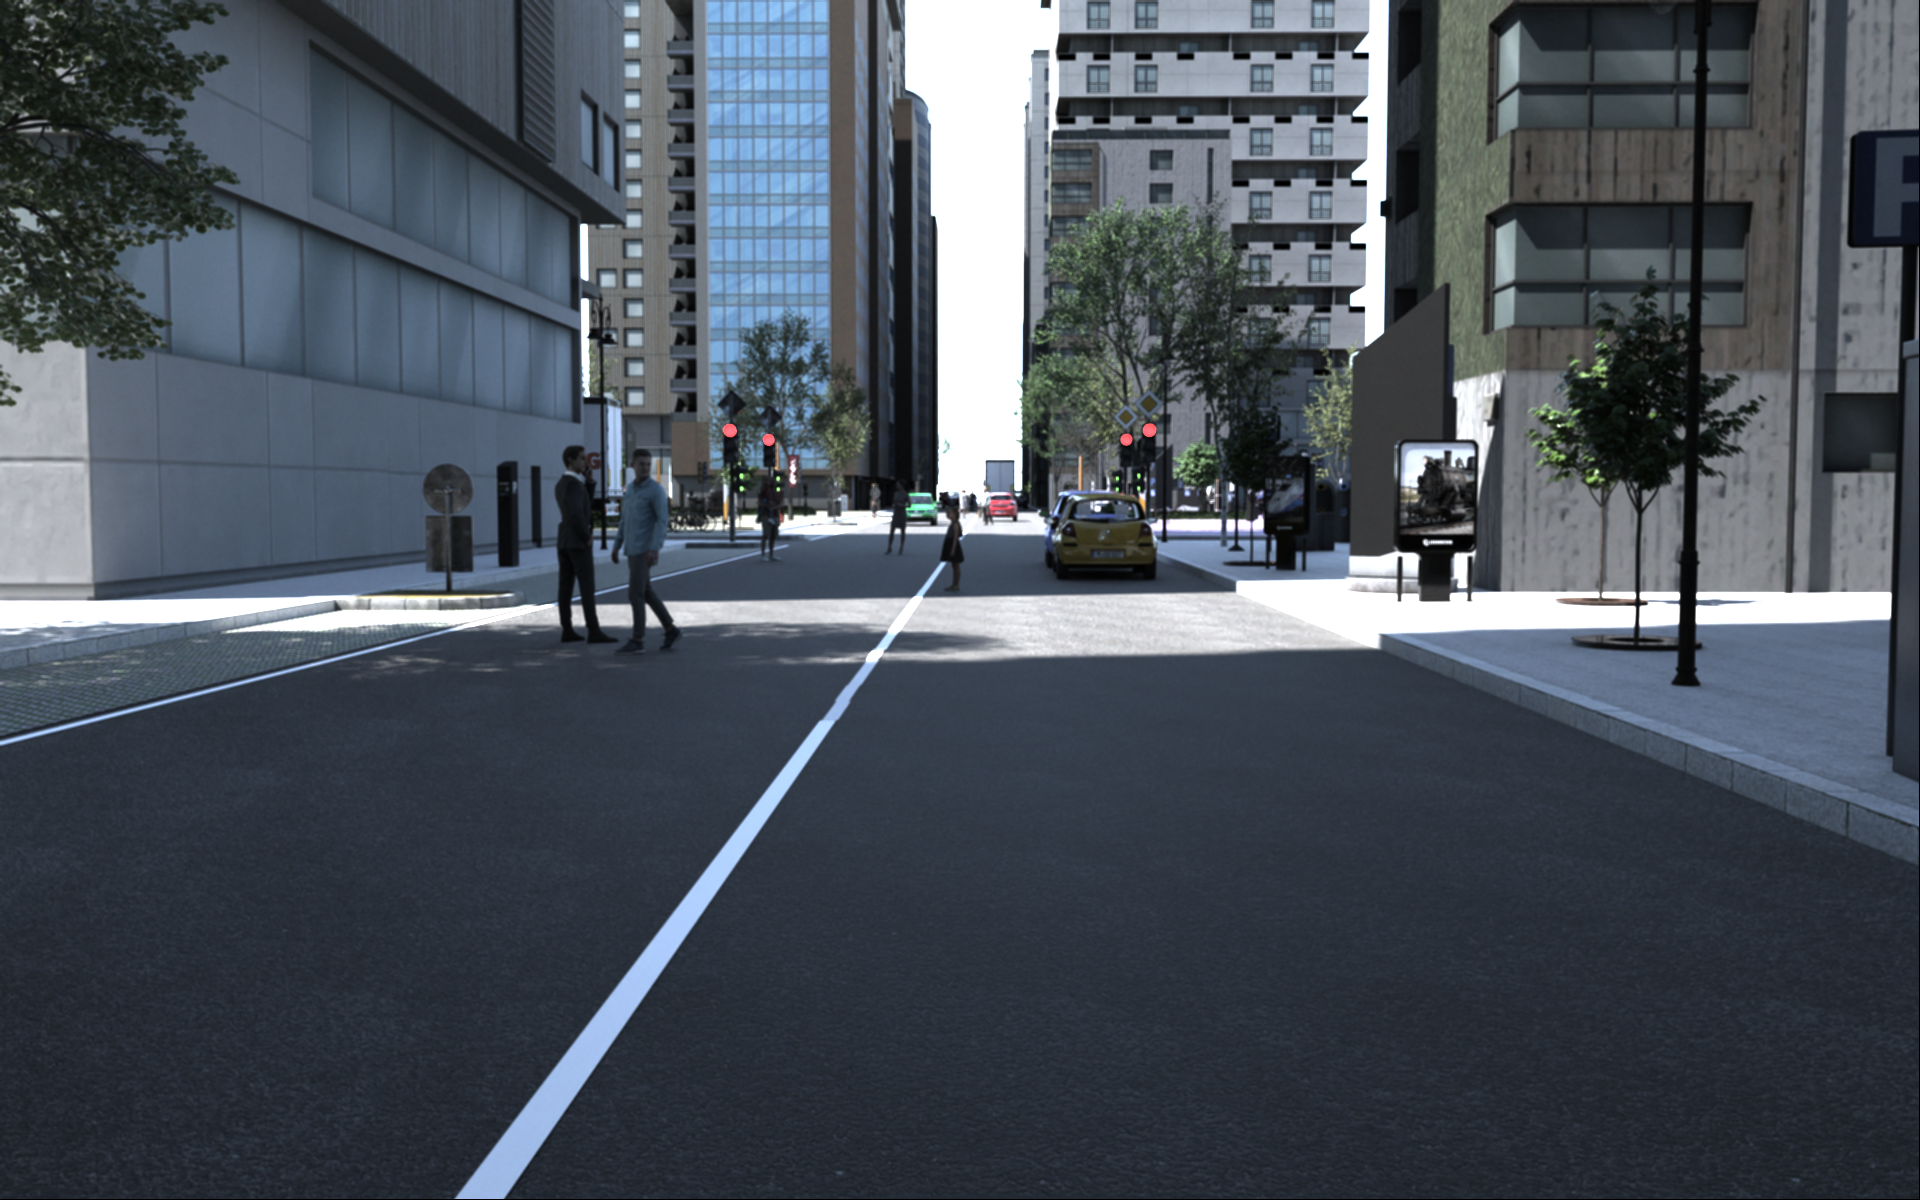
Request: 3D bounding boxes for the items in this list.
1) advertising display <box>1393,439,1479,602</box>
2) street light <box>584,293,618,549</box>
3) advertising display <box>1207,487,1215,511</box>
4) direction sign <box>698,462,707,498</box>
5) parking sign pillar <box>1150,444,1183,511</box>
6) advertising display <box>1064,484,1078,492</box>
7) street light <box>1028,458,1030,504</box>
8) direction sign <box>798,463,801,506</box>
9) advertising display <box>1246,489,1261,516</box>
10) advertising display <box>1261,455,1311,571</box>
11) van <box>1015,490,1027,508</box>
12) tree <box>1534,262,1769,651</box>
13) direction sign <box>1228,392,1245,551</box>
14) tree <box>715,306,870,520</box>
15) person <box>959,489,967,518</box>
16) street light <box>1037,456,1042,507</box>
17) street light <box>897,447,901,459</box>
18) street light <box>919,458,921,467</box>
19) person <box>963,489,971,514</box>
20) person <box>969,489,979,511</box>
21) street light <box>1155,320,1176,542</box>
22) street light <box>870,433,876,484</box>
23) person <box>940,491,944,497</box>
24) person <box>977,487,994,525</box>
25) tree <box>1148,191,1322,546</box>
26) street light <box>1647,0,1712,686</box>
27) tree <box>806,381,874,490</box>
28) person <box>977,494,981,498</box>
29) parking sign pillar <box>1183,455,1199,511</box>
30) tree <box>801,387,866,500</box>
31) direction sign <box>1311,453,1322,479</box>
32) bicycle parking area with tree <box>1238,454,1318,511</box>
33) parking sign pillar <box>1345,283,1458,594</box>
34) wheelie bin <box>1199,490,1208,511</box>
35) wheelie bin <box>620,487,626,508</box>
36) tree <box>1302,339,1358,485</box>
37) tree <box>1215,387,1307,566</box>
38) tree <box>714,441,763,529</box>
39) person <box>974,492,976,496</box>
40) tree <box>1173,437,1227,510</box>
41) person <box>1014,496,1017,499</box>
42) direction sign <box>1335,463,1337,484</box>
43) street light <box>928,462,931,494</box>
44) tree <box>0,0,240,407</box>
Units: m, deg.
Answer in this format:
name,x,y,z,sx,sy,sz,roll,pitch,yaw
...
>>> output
name,x,y,z,sx,sy,sz,roll,pitch,yaw
advertising display,5.636,-0.937,20.530,0.974,1.923,0.123,0,4,-4
street light,-8.269,-4.114,40.051,0.468,5.910,1.993,0,4,1
advertising display,16.894,-6.785,116.151,0.123,1.923,0.974,-2,4,-31
direction sign,-18.298,-8.016,123.059,0.379,3.537,0.876,3,4,36
parking sign pillar,10.799,-6.386,92.876,1.447,3.967,1.447,-3,4,-39
advertising display,7.448,-6.809,116.545,0.974,1.923,0.123,-1,4,-14
street light,8.865,-15.192,221.182,0.468,5.910,1.993,0,4,1
direction sign,-11.717,-8.209,126.213,0.379,3.537,0.876,-1,4,-19
advertising display,15.116,-5.106,88.700,0.974,1.923,0.123,-1,4,-17
advertising display,5.519,-1.472,29.284,0.123,1.923,0.974,-2,4,-35
van,5.762,-10.203,173.824,2.013,2.044,4.112,0,4,1
tree,5.851,-1.218,14.515,1.663,3.219,1.824,0,3,0
direction sign,6.249,-2.879,39.067,0.379,3.537,0.876,1,4,21
tree,-8.211,-9.223,85.212,8.767,10.594,7.601,1,4,15
person,0.109,-5.699,102.421,0.466,1.731,0.760,3,5,41
street light,7.921,-12.178,171.905,0.468,5.910,1.993,0,4,1
street light,-5.866,-11.835,166.285,0.468,5.910,1.993,0,4,1
street light,-4.973,-14.789,214.592,0.468,5.910,1.993,0,4,1
person,0.508,-7.088,124.745,0.716,1.782,0.532,2,4,33
person,1.041,-8.252,143.419,1.348,1.824,0.705,3,5,44
street light,5.459,-4.483,46.085,0.468,5.910,1.993,0,4,1
street light,-6.641,-9.733,131.916,0.468,5.910,1.993,0,4,1
person,-2.156,-13.367,227.028,1.348,1.826,0.705,-3,5,-41
person,1.136,-4.350,80.108,0.782,1.767,0.515,3,4,37
tree,6.506,-5.611,42.101,4.360,8.622,3.978,0,3,0
street light,4.881,-2.366,11.468,0.468,5.910,1.993,0,4,1
tree,-7.654,-9.771,110.126,4.737,8.622,4.395,0,3,0
person,2.845,-14.547,249.529,0.799,1.438,0.628,-2,4,-30
parking sign pillar,14.343,-7.362,108.840,1.447,3.967,1.447,1,4,22
tree,-8.251,-10.132,116.023,4.360,8.622,3.978,0,3,0
direction sign,19.746,-6.360,95.983,0.876,3.537,0.379,-3,4,-38
bicycle parking area with tree,23.232,-8.449,125.135,8.231,4.147,9.016,1,4,16
parking sign pillar,5.818,-2.096,22.738,1.447,3.967,1.447,3,5,40
wheelie bin,17.828,-7.285,127.013,0.980,1.594,0.693,-2,4,-32
wheelie bin,-14.203,-4.088,74.742,0.980,1.594,0.693,3,4,38
tree,18.264,-8.112,82.994,4.737,8.622,4.395,0,3,0
tree,5.410,-2.241,31.249,1.663,3.219,1.824,0,3,0
tree,-8.015,-4.202,63.311,1.663,3.219,1.824,0,3,0
person,2.290,-15.405,261.294,0.530,1.710,0.541,3,5,43
tree,13.615,-6.936,97.125,4.285,4.588,4.351,0,3,0
person,4.485,-8.834,153.645,1.217,1.736,0.721,1,4,15
direction sign,27.619,-8.275,127.294,0.379,3.537,0.876,1,4,16
street light,-4.384,-16.860,248.445,0.468,5.910,1.993,0,4,1
tree,-9.895,-5.843,13.664,7.486,12.596,7.792,0,3,0
